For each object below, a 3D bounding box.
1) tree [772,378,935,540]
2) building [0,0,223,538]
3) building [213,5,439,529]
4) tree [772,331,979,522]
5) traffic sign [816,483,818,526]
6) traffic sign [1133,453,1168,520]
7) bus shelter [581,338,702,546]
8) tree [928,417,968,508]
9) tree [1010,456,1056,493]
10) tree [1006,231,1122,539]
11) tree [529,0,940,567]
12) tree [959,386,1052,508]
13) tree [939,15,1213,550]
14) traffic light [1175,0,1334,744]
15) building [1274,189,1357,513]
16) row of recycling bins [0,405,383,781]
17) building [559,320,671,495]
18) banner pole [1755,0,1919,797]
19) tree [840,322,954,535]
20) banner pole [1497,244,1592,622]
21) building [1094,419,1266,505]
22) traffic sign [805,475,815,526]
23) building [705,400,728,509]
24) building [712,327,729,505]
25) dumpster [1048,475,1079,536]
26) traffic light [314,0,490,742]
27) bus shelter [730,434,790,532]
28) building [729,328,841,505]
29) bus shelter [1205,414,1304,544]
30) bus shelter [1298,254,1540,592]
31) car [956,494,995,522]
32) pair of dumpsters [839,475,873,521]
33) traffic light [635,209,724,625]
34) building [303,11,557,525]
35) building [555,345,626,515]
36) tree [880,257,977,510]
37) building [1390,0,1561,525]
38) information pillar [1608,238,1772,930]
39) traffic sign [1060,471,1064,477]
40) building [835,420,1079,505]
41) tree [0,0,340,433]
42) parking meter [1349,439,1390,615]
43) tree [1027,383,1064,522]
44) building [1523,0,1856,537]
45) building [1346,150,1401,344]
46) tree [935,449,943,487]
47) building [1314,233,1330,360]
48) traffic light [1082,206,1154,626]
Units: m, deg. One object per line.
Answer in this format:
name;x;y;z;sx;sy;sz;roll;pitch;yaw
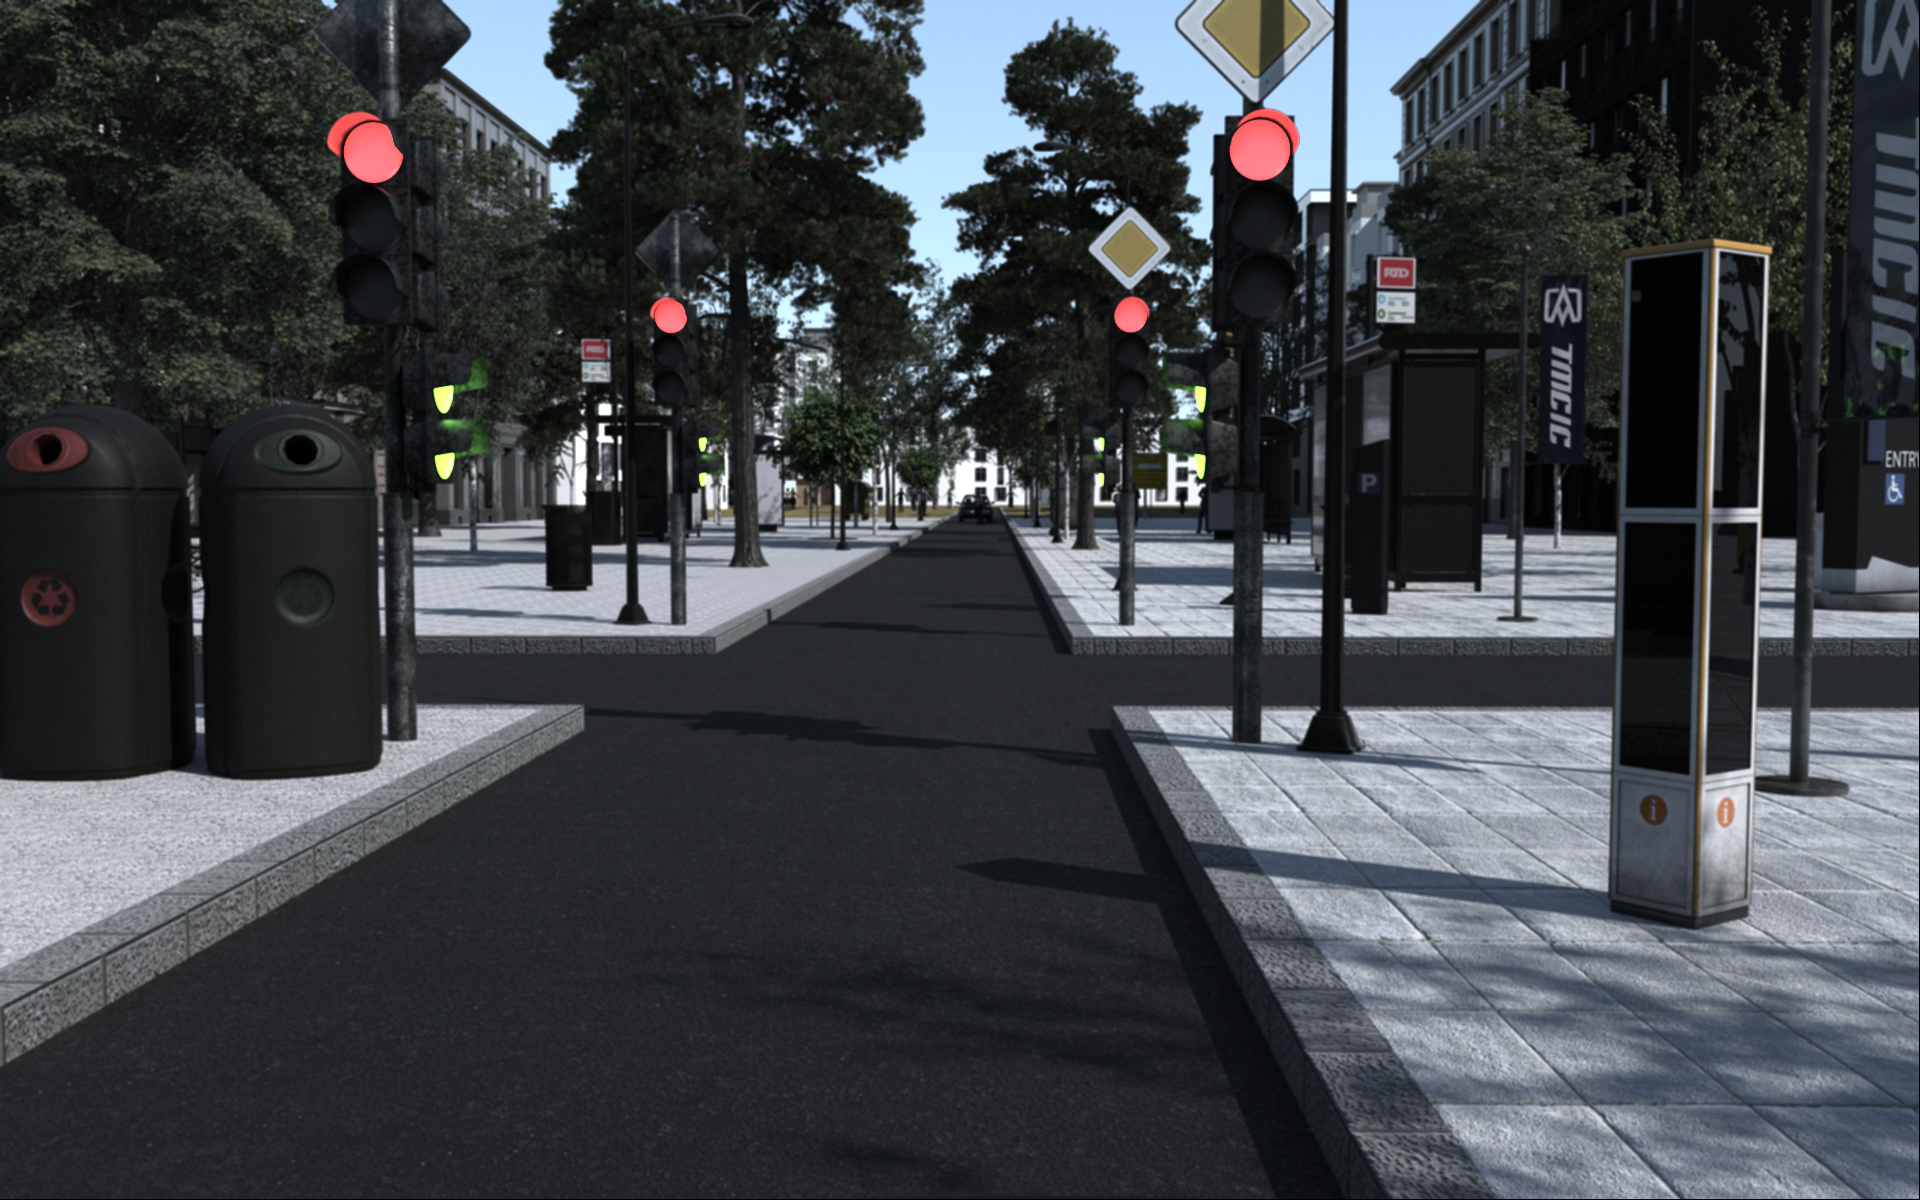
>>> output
tree;-3.695;-4.000;49.119;4.285;4.588;4.351;0;3;0
building;-28.307;-13.075;43.451;12.332;23.373;15.834;0;4;1
building;-26.329;-12.015;61.074;10.561;19.102;19.286;0;4;1
tree;-3.148;-8.818;78.592;8.767;10.594;7.601;1;4;8
traffic sign;-5.747;-4.267;69.776;0.884;2.594;0.081;1;4;10
traffic sign;9.158;-5.630;85.917;2.265;3.308;0.079;1;4;9
bus shelter;-8.626;-4.263;47.339;2.179;5.291;8.768;0;4;1
tree;-0.971;-12.476;154.347;4.737;8.622;4.395;0;3;0
tree;5.220;-8.498;122.657;4.285;4.588;4.351;0;3;0
tree;3.286;-6.050;49.280;4.360;8.622;3.978;0;3;0
tree;-4.030;-7.500;30.054;7.806;13.903;7.818;0;3;0
tree;4.902;-15.605;165.508;12.009;13.543;11.850;0;3;0
tree;2.901;-7.197;39.734;6.751;12.117;7.091;0;3;0
traffic light;1.467;-1.200;8.860;0.839;4.213;0.868;0;4;1
building;37.658;-17.636;132.328;27.936;21.610;32.646;0;4;1
row of recycling bins;-4.499;-0.054;7.998;3.534;1.692;1.069;0;4;-8
building;-28.063;-16.580;127.502;16.016;20.091;11.380;0;4;1
banner pole;3.744;-1.051;7.209;0.401;3.779;0.863;-2;4;-25
tree;-2.494;-6.345;54.111;4.360;8.622;3.978;0;3;0
banner pole;5.891;-1.678;17.448;0.863;3.779;0.401;0;4;4
building;27.779;-15.699;198.826;28.070;9.664;9.099;0;4;1
traffic sign;-5.969;-4.230;69.274;0.768;2.556;0.104;0;4;6
building;-34.033;-12.431;145.397;28.070;9.664;9.099;0;4;1
building;-31.986;-21.210;203.205;11.380;20.091;16.016;0;4;1
dumpster;3.351;-2.895;53.090;1.264;1.857;1.865;0;4;1
traffic light;-2.894;-1.204;8.924;0.839;4.213;0.868;0;4;1
bus shelter;-6.684;-4.109;61.103;2.014;3.302;5.546;0;4;1
building;-19.936;-21.216;203.294;11.380;20.091;16.016;0;4;1
bus shelter;7.718;-3.222;46.600;2.014;3.302;5.546;0;4;1
bus shelter;6.583;-3.006;26.785;2.179;5.291;8.768;0;4;1
car;0.798;-4.837;88.875;2.009;1.686;4.222;0;3;0
pair of dumpsters;-5.149;-5.080;85.552;1.574;2.255;4.436;0;4;1
traffic light;-2.747;-1.692;16.908;0.839;4.213;0.868;0;4;1
building;-25.565;-14.110;79.847;9.793;20.994;18.267;0;4;1
building;-24.894;-10.120;107.614;9.099;9.664;28.070;0;4;1
tree;-2.993;-17.465;141.437;12.611;20.169;13.585;0;3;0
building;28.486;-17.230;78.966;12.463;27.353;25.104;0;4;1
information pillar;2.196;-0.045;5.229;0.304;2.012;0.304;-2;4;-35
traffic sign;5.615;-5.537;90.644;0.768;2.556;0.104;1;4;9
building;-0.286;-15.732;199.369;28.070;9.664;9.099;0;4;1
tree;-14.738;-7.563;30.306;9.857;13.997;8.962;0;3;0
parking meter;4.373;-0.784;18.524;0.399;1.863;0.255;1;4;23
tree;3.628;-7.873;79.085;4.737;8.622;4.395;0;3;0
building;27.781;-14.002;58.618;12.332;23.373;15.834;0;4;1
building;30.798;-14.847;99.164;16.016;20.091;11.380;0;4;1
tree;-2.476;-7.427;105.137;4.285;4.588;4.351;0;3;0
building;31.044;-15.541;110.520;16.016;20.091;11.380;0;4;1
traffic light;1.614;-1.688;16.843;0.839;4.213;0.868;0;4;1
